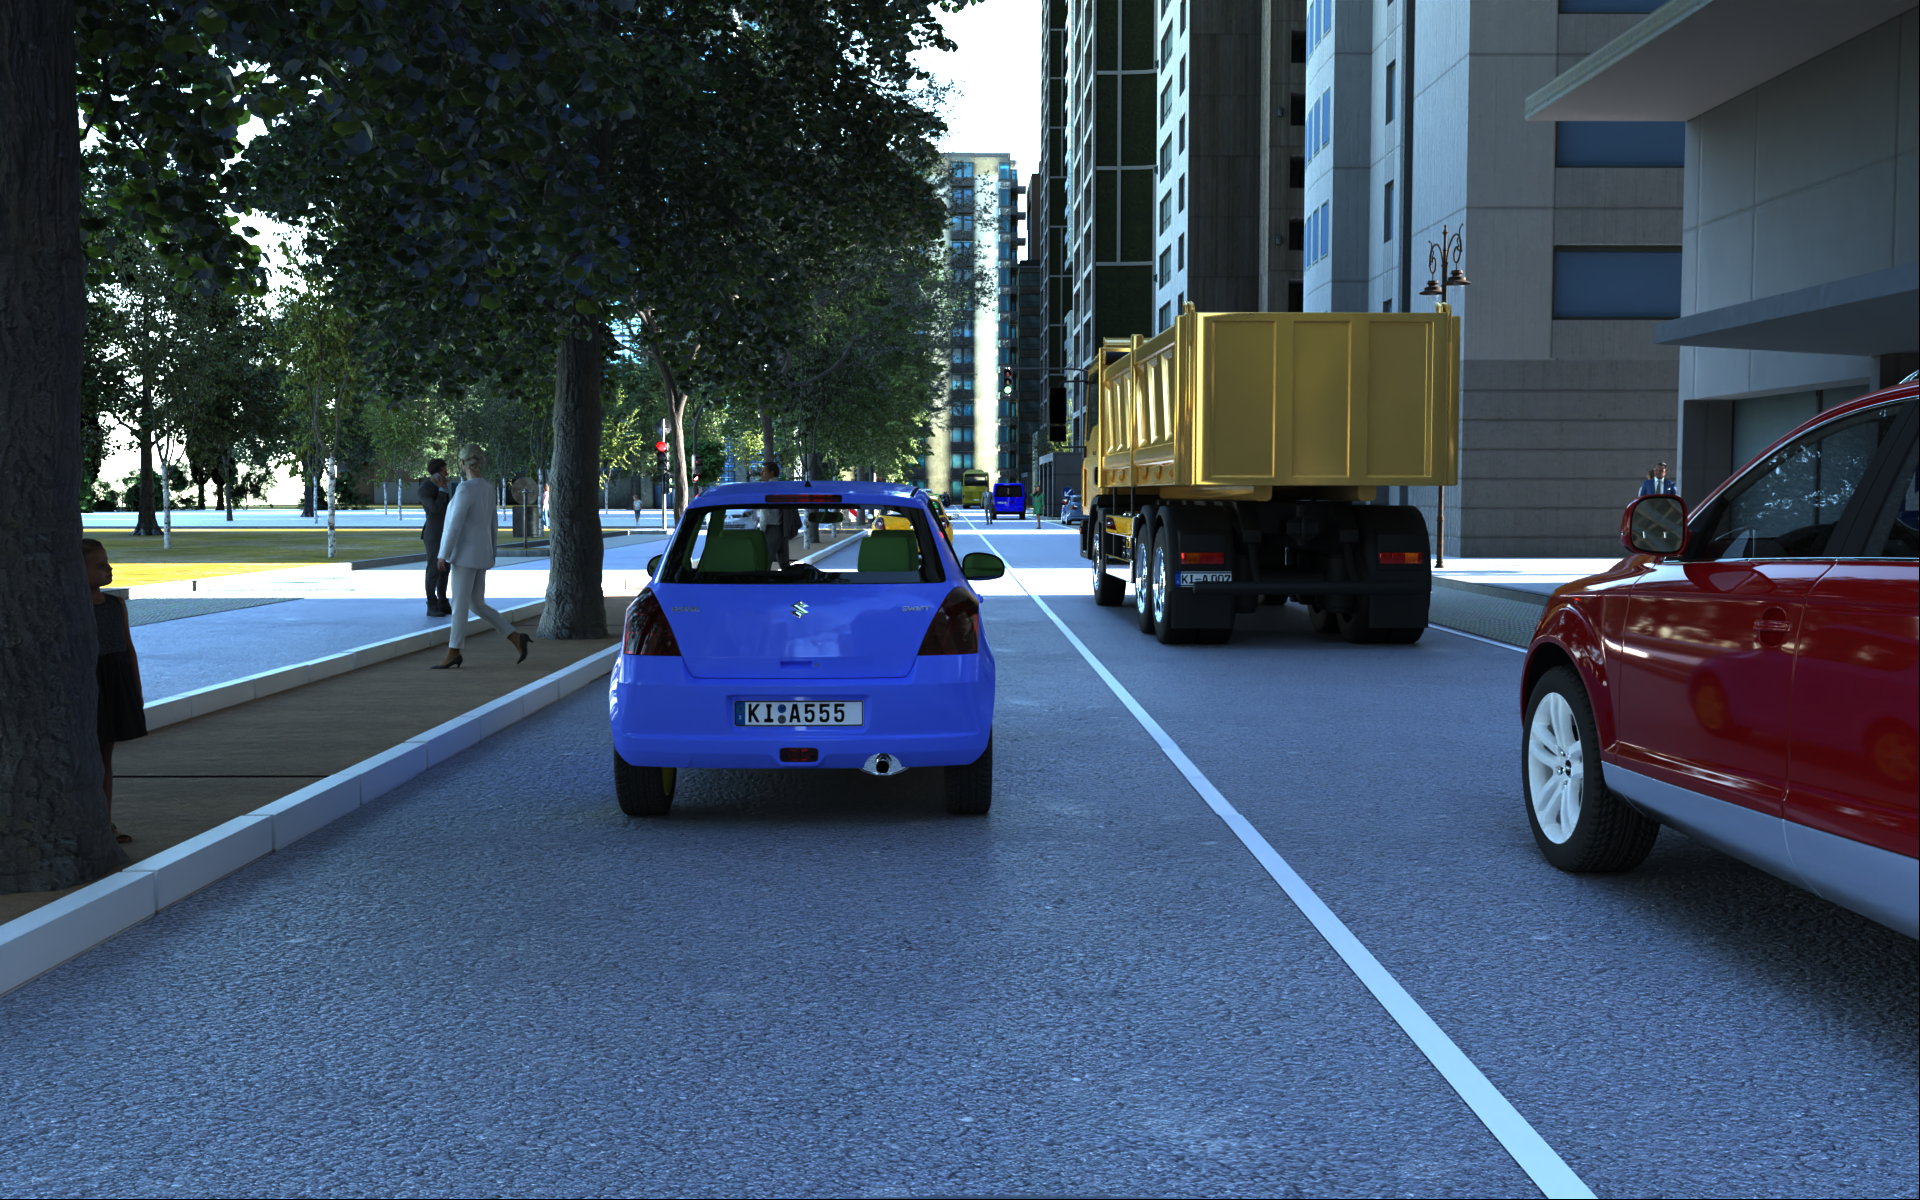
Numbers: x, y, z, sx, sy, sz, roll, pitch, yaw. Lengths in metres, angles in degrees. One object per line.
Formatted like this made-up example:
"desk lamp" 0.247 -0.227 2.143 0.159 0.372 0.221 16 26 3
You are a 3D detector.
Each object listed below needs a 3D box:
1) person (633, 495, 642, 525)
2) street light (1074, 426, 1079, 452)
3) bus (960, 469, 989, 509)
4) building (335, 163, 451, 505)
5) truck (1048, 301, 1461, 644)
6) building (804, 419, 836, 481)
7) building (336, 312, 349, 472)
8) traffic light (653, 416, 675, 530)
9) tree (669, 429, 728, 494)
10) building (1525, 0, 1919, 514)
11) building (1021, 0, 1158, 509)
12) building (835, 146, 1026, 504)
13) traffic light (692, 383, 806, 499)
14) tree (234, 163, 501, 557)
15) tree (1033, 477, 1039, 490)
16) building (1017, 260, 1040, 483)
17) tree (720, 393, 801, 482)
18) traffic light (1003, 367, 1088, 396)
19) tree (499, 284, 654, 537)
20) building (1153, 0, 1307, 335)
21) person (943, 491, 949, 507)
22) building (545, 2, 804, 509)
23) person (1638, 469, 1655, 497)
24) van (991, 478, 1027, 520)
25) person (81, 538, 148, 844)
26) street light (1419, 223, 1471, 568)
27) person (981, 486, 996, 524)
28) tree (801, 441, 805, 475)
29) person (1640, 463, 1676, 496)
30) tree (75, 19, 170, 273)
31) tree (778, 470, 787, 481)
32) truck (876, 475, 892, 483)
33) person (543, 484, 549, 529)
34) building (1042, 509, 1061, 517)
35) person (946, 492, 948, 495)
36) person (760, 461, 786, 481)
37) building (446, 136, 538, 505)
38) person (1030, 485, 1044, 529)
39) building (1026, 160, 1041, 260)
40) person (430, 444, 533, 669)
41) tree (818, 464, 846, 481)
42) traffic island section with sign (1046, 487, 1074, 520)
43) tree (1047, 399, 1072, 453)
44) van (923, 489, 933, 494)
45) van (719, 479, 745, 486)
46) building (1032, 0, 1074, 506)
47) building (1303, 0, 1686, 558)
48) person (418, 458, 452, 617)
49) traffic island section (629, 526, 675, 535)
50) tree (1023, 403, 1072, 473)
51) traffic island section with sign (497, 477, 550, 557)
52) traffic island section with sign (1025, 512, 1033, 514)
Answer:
"person" -13.347 -3.731 71.728 0.332 1.250 0.352 3 4 37
"street light" 7.663 -8.553 112.633 0.468 5.910 1.993 0 4 -1
"bus" 1.482 -11.088 172.835 2.896 3.916 12.252 0 4 -1
"building" -67.607 -34.469 213.684 14.200 45.320 14.600 0 4 -1
"truck" 3.040 -1.484 20.184 3.469 3.379 9.791 0 4 -2
"building" -26.677 -31.365 204.706 23.993 40.220 32.217 0 4 -1
"building" -76.868 -28.398 236.001 14.107 30.474 14.160 0 4 -1
"traffic light" -10.643 -4.488 62.293 0.839 4.253 0.868 0 4 -1
"tree" -13.328 -6.356 87.631 4.285 4.588 4.351 0 3 0
"building" 21.603 -25.829 11.541 28.713 52.752 27.495 0 4 -1
"building" 17.668 -46.336 195.842 20.563 71.187 20.611 0 4 -1
"building" -6.289 -37.955 240.168 30.456 49.044 23.786 0 4 -1
"traffic light" -8.626 -5.851 70.332 4.771 5.953 1.251 0 4 -1
"tree" -12.701 -5.186 35.157 4.737 8.622 4.395 0 3 0
"tree" 7.547 -9.746 153.951 1.663 3.219 1.824 0 3 0
"building" 14.053 -27.075 214.379 14.160 30.474 14.107 0 4 -1
"tree" -14.171 -10.184 116.868 4.737 8.622 4.395 0 3 0
"traffic light" 3.927 -5.360 62.303 4.771 5.953 1.251 0 4 -1
"tree" -12.415 -6.214 51.957 4.737 8.622 4.395 0 3 0
"building" 16.437 -18.679 77.103 14.107 30.474 14.160 0 4 -1
"person" -1.802 -11.454 196.497 1.217 1.736 0.721 -2 4 -26
"building" -25.324 -51.797 159.559 22.319 86.520 31.000 0 4 -1
"person" 12.436 -1.483 31.038 0.466 1.731 0.760 -1 4 -9
"van" 2.752 -5.781 98.899 2.240 2.365 5.245 0 4 1
"person" -3.498 0.374 7.051 0.373 1.253 0.362 2 4 29
"street light" 8.330 -3.493 29.901 0.468 5.910 1.993 0 4 -1
"person" 1.341 -4.488 81.997 0.709 1.813 0.853 0 4 2
"tree" -14.275 -11.841 143.966 4.737 8.622 4.395 0 3 0
"person" 11.501 -1.371 28.642 0.721 1.800 0.419 1 4 11
"tree" -12.733 -5.752 19.807 9.928 11.665 9.643 0 3 0
"tree" -14.279 -8.904 140.188 1.663 3.219 1.824 0 3 0
"truck" -8.624 -12.320 190.342 2.839 4.237 11.283 0 4 -3
"person" -15.686 -3.480 65.415 0.388 1.821 0.555 -1 4 -18
"building" 15.567 -40.672 103.244 20.563 71.187 20.611 0 4 -1
"person" -1.750 -12.261 209.772 0.742 1.727 0.445 -3 4 -39
"person" -2.227 -0.774 21.254 0.850 1.850 0.679 2 4 29
"building" -49.527 -35.863 210.065 21.600 48.544 21.300 0 4 -1
"person" 3.252 -3.834 71.438 0.600 1.795 0.529 2 4 26
"building" 16.439 -35.796 235.370 14.200 45.320 14.600 0 4 -1
"person" -3.925 -0.354 14.164 0.818 1.842 0.514 -1 4 -9
"tree" -13.908 -12.330 185.306 4.285 4.588 4.351 0 3 0
"traffic island section with sign" 5.762 -5.293 95.160 1.989 1.847 2.006 0 4 -1
"tree" 8.582 -10.834 127.496 4.737 8.622 4.395 0 3 0
"van" -2.886 -8.137 140.058 2.013 2.044 4.112 0 4 -1
"van" -7.611 -3.181 59.024 2.013 2.044 4.112 0 4 -1
"building" 19.125 -52.413 169.629 22.319 86.520 31.000 0 4 -1
"building" 20.428 -30.896 47.142 21.231 58.520 28.212 0 4 -1
"person" -6.078 -0.740 20.406 0.447 1.846 0.655 1 4 8
"traffic island section" -10.683 -2.455 62.427 2.009 0.180 2.903 0 4 -1
"tree" 7.271 -11.430 137.242 4.360 8.622 3.978 0 3 0
"traffic island section with sign" -10.150 -1.929 40.169 1.989 1.847 2.006 0 4 -1
"traffic island section with sign" 5.517 -6.941 122.114 1.989 1.847 2.006 0 4 -1
